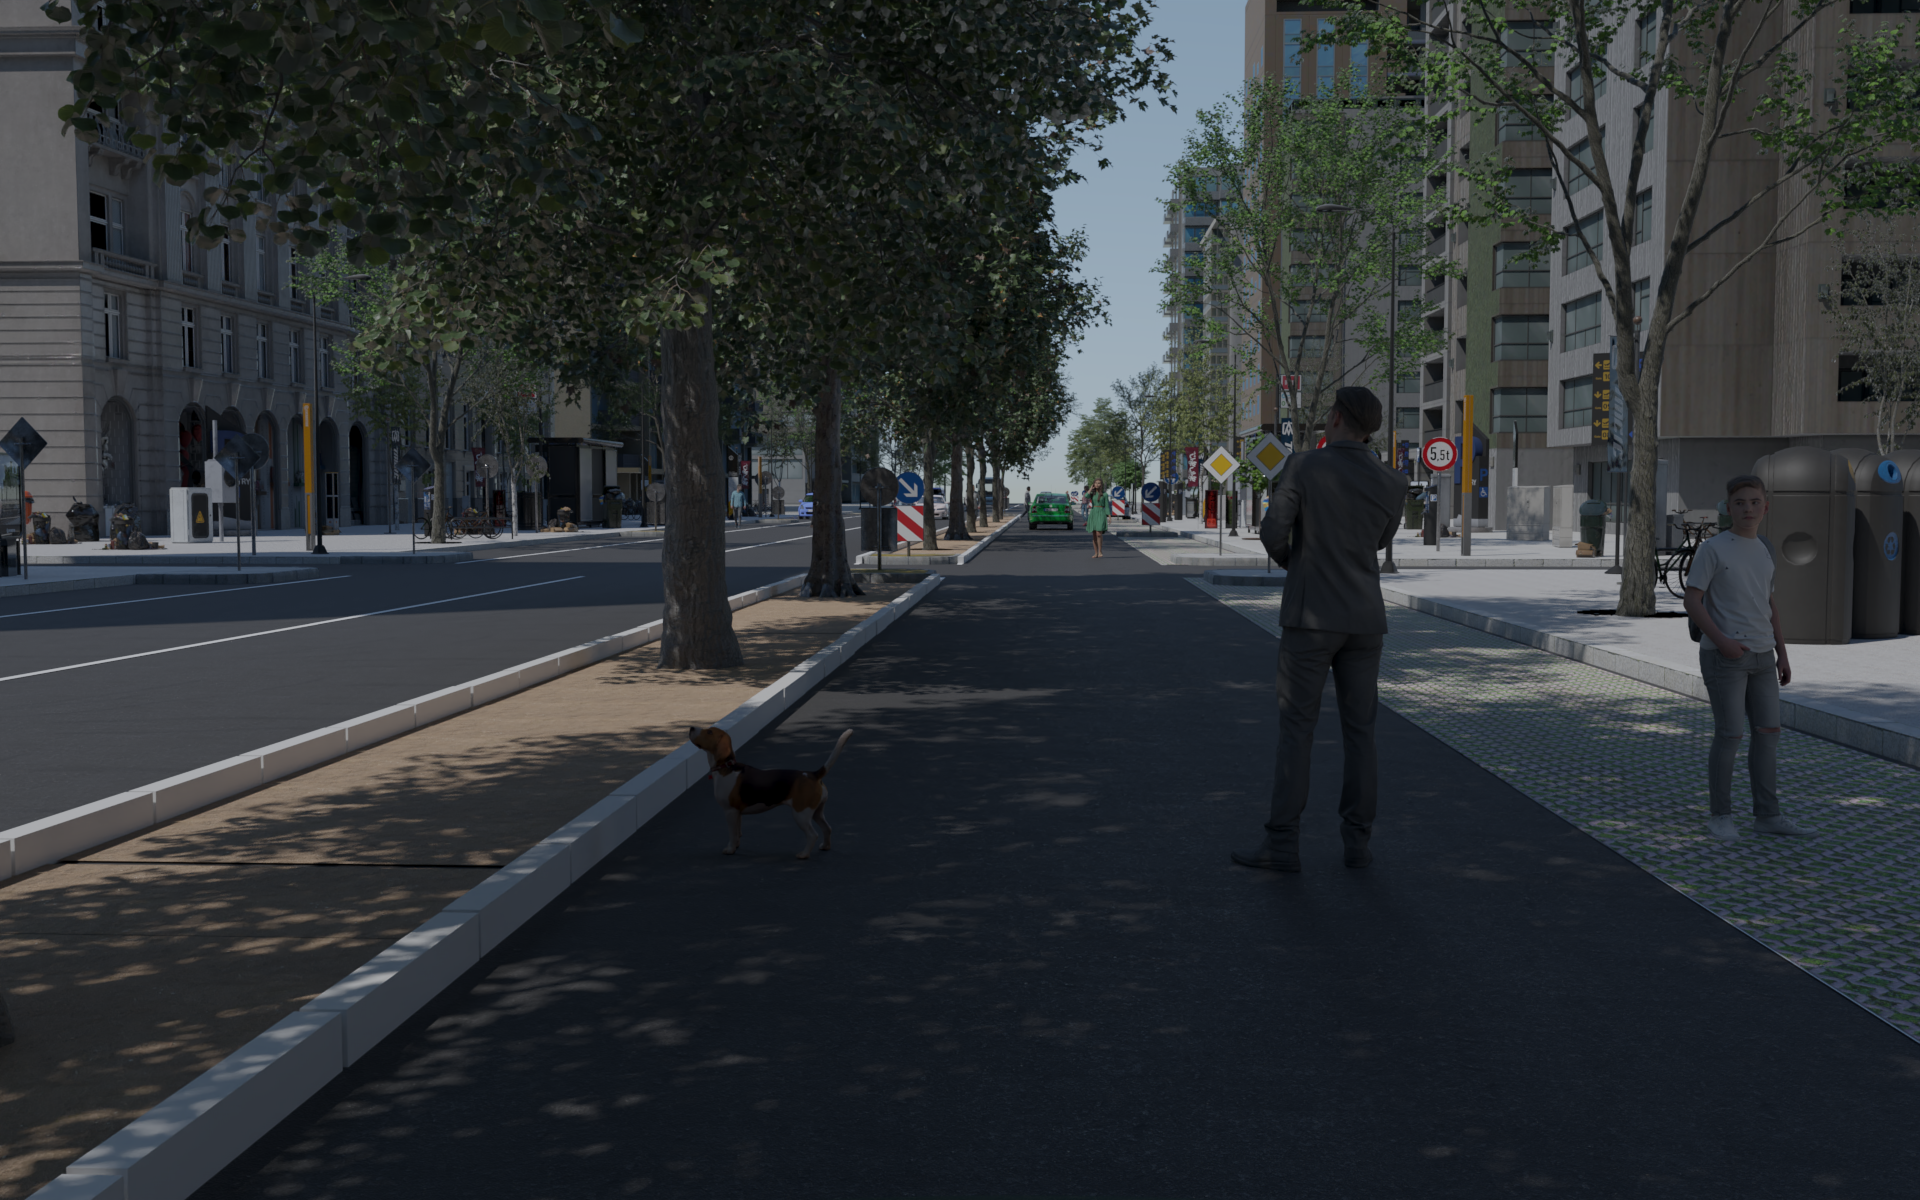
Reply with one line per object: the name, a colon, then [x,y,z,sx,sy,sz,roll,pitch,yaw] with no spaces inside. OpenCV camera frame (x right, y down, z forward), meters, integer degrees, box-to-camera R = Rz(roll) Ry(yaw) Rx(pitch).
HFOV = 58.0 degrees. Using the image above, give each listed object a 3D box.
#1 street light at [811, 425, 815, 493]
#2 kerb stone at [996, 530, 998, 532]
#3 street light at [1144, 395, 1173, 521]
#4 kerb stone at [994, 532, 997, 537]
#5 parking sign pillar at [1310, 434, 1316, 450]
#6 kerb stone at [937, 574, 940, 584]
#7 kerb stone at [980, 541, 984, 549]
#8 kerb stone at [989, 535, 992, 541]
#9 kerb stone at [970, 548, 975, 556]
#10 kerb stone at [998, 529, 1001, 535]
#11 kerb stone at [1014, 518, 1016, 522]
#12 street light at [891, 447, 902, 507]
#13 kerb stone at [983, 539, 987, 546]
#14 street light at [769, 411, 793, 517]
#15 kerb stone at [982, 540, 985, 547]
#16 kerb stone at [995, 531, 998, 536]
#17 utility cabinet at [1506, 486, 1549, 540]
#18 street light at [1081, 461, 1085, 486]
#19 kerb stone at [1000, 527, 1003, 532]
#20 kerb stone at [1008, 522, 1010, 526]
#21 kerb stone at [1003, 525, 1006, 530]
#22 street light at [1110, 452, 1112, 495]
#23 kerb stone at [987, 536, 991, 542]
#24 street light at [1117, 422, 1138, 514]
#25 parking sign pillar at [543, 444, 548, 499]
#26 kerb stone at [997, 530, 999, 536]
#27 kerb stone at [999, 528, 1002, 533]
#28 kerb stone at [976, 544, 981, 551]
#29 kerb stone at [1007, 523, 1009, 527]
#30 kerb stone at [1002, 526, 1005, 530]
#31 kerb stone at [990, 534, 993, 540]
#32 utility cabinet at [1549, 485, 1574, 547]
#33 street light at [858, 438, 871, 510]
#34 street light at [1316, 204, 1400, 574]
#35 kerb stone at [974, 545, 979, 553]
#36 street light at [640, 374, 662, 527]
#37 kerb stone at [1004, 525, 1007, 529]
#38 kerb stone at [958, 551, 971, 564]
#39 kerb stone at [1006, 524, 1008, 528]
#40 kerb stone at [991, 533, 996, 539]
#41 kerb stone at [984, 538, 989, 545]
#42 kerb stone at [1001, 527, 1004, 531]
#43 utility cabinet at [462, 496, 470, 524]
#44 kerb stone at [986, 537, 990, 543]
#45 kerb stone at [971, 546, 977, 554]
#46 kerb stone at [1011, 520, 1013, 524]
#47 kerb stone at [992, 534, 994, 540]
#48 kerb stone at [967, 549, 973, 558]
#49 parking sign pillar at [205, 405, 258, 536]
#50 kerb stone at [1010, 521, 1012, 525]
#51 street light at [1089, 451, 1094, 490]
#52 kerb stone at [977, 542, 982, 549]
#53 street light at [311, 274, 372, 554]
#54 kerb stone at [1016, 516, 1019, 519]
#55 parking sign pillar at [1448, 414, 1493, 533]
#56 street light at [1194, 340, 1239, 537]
street light: [-9.190,-8.615,113.388,1.470,5.913,1.316,0,4,3]
kerb stone: [1.096,-2.103,56.577,0.120,0.150,1.000,0,4,3]
street light: [9.317,-6.649,81.256,1.470,5.913,1.316,0,4,3]
kerb stone: [0.997,-1.978,54.535,0.120,0.150,1.000,0,4,3]
parking sign pillar: [15.349,-5.465,77.832,1.447,3.967,1.447,1,4,21]
kerb stone: [-0.406,-0.315,27.342,0.120,0.150,1.000,0,4,3]
kerb stone: [0.469,-1.352,44.303,0.120,0.150,1.000,0,4,3]
kerb stone: [0.778,-1.728,50.451,0.120,0.150,1.000,0,4,3]
kerb stone: [0.210,-1.034,39.173,0.120,0.150,1.000,0,4,3]
kerb stone: [1.214,-2.225,58.635,0.120,0.150,1.000,0,4,3]
kerb stone: [2.518,-3.793,84.204,0.120,0.150,1.000,0,4,3]
street light: [-6.214,-12.218,172.304,1.470,5.913,1.316,0,4,3]
kerb stone: [0.568,-1.478,46.358,0.120,0.150,1.000,0,4,3]
street light: [-9.949,-7.577,96.421,1.470,5.913,1.316,0,4,3]
kerb stone: [0.521,-1.415,45.330,0.120,0.150,1.000,0,4,3]
kerb stone: [1.049,-2.037,55.556,0.120,0.150,1.000,0,4,3]
utility cabinet: [15.614,-2.382,47.620,0.318,1.500,1.173,-3,4,-37]
street light: [17.481,-16.417,240.960,1.470,5.913,1.316,0,4,3]
kerb stone: [1.363,-2.417,61.713,0.120,0.150,1.000,0,4,3]
kerb stone: [1.943,-3.100,72.959,0.120,0.150,1.000,0,4,3]
kerb stone: [1.576,-2.665,65.811,0.120,0.150,1.000,0,4,3]
street light: [11.645,-9.490,127.697,1.470,5.913,1.316,0,4,3]
kerb stone: [0.733,-1.666,49.429,0.120,0.150,1.000,0,4,3]
street light: [10.713,-8.465,110.940,1.470,5.913,1.316,0,4,3]
parking sign pillar: [-21.204,-6.259,90.813,1.447,3.967,1.447,3,4,38]
kerb stone: [1.152,-2.158,57.602,0.120,0.150,1.000,0,4,3]
kerb stone: [1.315,-2.354,60.680,0.120,0.150,1.000,0,4,3]
kerb stone: [0.365,-1.223,42.259,0.120,0.150,1.000,0,4,3]
kerb stone: [1.836,-2.980,70.918,0.120,0.150,1.000,0,4,3]
kerb stone: [1.475,-2.540,63.770,0.120,0.150,1.000,0,4,3]
kerb stone: [0.836,-1.791,51.472,0.120,0.150,1.000,0,4,3]
utility cabinet: [14.530,-2.025,41.786,0.318,1.500,1.173,1,4,11]
street light: [-7.690,-10.419,142.893,1.470,5.913,1.316,0,4,3]
street light: [6.404,-3.386,27.906,1.470,5.913,1.316,0,4,3]
kerb stone: [0.310,-1.164,41.224,0.120,0.150,1.000,0,4,3]
street light: [-11.651,-5.753,66.606,1.470,5.913,1.316,0,4,3]
kerb stone: [1.632,-2.730,66.831,0.120,0.150,1.000,0,4,3]
kerb stone: [0.098,-0.910,37.115,0.120,0.150,1.000,0,4,3]
kerb stone: [1.728,-2.855,68.877,0.120,0.150,1.000,0,4,3]
kerb stone: [0.944,-1.915,53.513,0.120,0.150,1.000,0,4,3]
kerb stone: [0.635,-1.536,47.378,0.120,0.150,1.000,0,4,3]
kerb stone: [1.420,-2.473,62.734,0.120,0.150,1.000,0,4,3]
utility cabinet: [-20.992,-3.816,73.549,0.306,1.237,1.020,-1,4,-14]
kerb stone: [0.682,-1.599,48.409,0.120,0.150,1.000,0,4,3]
kerb stone: [0.256,-1.101,40.202,0.120,0.150,1.000,0,4,3]
kerb stone: [2.201,-3.418,78.072,0.120,0.150,1.000,0,4,3]
kerb stone: [0.890,-1.849,52.493,0.120,0.150,1.000,0,4,3]
kerb stone: [0.156,-0.975,38.140,0.120,0.150,1.000,0,4,3]
parking sign pillar: [-22.376,-3.955,53.137,1.447,3.967,1.447,3,5,44]
kerb stone: [2.099,-3.292,76.027,0.120,0.150,1.000,0,4,3]
street light: [14.617,-13.098,186.691,1.470,5.913,1.316,0,4,3]
kerb stone: [0.419,-1.290,43.283,0.120,0.150,1.000,0,4,3]
street light: [-13.136,-3.930,36.793,1.470,5.913,1.316,0,4,3]
kerb stone: [2.891,-4.231,91.369,0.120,0.150,1.000,0,4,3]
parking sign pillar: [17.077,-4.243,57.839,1.447,3.967,1.447,-1,4,-22]
street light: [7.731,-4.873,52.219,1.470,5.913,1.316,0,4,3]
